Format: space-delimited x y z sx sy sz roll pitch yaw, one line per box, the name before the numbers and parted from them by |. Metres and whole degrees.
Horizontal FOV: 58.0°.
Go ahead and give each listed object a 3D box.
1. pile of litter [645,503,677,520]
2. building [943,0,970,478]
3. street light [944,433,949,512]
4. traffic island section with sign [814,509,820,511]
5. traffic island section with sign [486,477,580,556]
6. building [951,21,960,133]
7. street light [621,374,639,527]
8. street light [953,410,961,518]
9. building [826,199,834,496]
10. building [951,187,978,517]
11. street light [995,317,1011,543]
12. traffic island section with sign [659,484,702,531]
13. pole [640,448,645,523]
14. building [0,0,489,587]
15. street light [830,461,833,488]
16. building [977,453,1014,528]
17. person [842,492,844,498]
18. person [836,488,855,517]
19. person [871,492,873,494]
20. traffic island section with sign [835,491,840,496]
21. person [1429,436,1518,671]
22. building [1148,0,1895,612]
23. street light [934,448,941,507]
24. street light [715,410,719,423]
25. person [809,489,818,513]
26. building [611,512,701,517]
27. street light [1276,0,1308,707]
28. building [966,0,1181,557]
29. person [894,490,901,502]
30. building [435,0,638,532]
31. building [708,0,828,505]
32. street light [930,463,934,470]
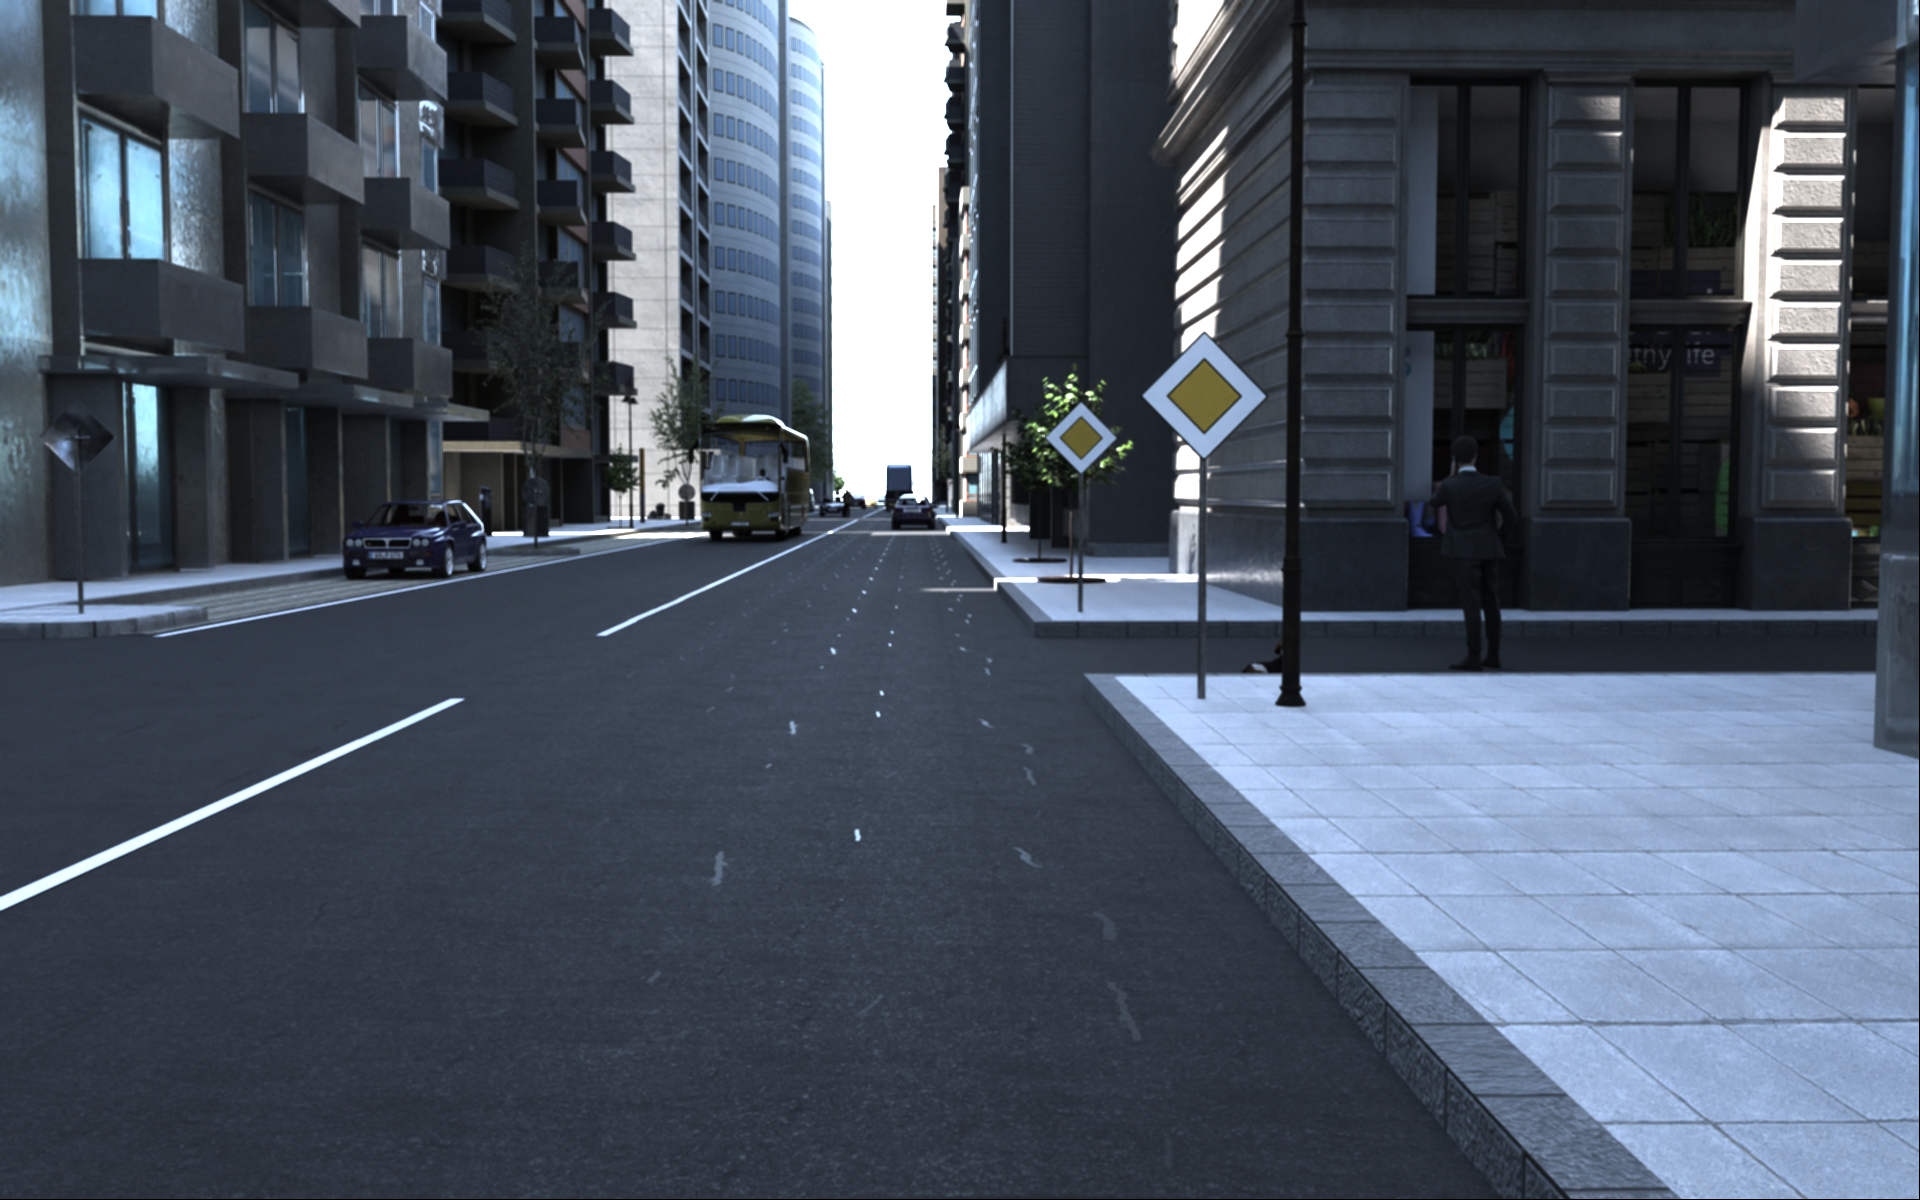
pile of litter | -15.020 -4.478 87.181 1.719 0.858 1.176 0 4 -3
building | 9.794 -29.741 140.885 22.147 44.769 28.867 0 4 -1
street light | -0.907 -9.095 121.487 0.468 5.910 1.993 0 4 -1
traffic island section with sign | -12.690 -8.344 145.055 1.989 1.847 2.006 0 4 -1
traffic island section with sign | -10.016 -1.958 40.649 1.989 1.847 2.006 0 4 -1
building | 6.191 -31.344 162.581 14.600 45.320 14.200 0 4 -1
street light | -12.746 -5.763 67.006 0.468 5.910 1.993 0 4 -1
street light | -0.149 -7.385 93.534 0.468 5.910 1.993 0 4 -1
building | -24.396 -33.627 233.399 14.154 41.232 14.086 0 4 -1
building | 13.558 -16.352 112.391 27.650 21.520 28.899 0 4 -1
street light | 1.160 -4.443 45.436 0.468 5.910 1.993 0 4 -1
traffic island section with sign | -10.732 -3.638 68.115 1.989 1.847 2.006 0 4 -1
pole | -14.143 -5.091 77.088 0.158 3.312 0.155 0 3 0
building | -22.980 -25.201 31.653 23.786 49.044 30.456 0 4 -1
street light | -16.834 -15.572 227.387 0.468 5.910 1.993 0 4 -1
building | 6.680 -18.446 79.083 11.434 29.767 29.804 0 4 -1
person | -13.265 -11.488 197.253 0.530 1.710 0.541 2 4 31
person | -6.996 -6.007 106.810 1.348 1.812 0.705 2 4 27
person | -10.792 -12.586 214.994 0.721 1.735 1.217 -3 4 -36
traffic island section with sign | -14.116 -11.741 200.589 1.989 1.847 2.006 0 4 -1
person | 4.176 -0.386 14.174 0.648 1.900 0.474 -1 4 -16
building | 12.785 -11.883 23.163 19.941 23.489 11.050 0 4 -1
street light | -2.080 -12.060 169.967 0.468 5.910 1.993 0 4 -1
street light | -13.395 -7.507 95.529 0.468 5.910 1.993 0 4 -1
person | -11.327 -7.436 130.077 1.348 1.824 0.705 0 4 4
building | -23.541 -40.646 102.812 20.563 71.187 20.611 0 4 -1
street light | 2.010 -2.297 10.350 0.468 5.910 1.993 0 4 -1
building | 7.713 -14.086 49.379 14.314 24.678 30.058 0 4 -1
person | -4.750 -7.606 133.389 0.617 1.759 0.750 -1 4 -18
building | -25.378 -25.364 69.326 22.147 44.769 28.867 0 4 -1
building | -27.509 -40.958 211.660 21.231 58.520 28.212 0 4 -1
street light | -2.990 -14.120 203.647 0.468 5.910 1.993 0 4 -1
